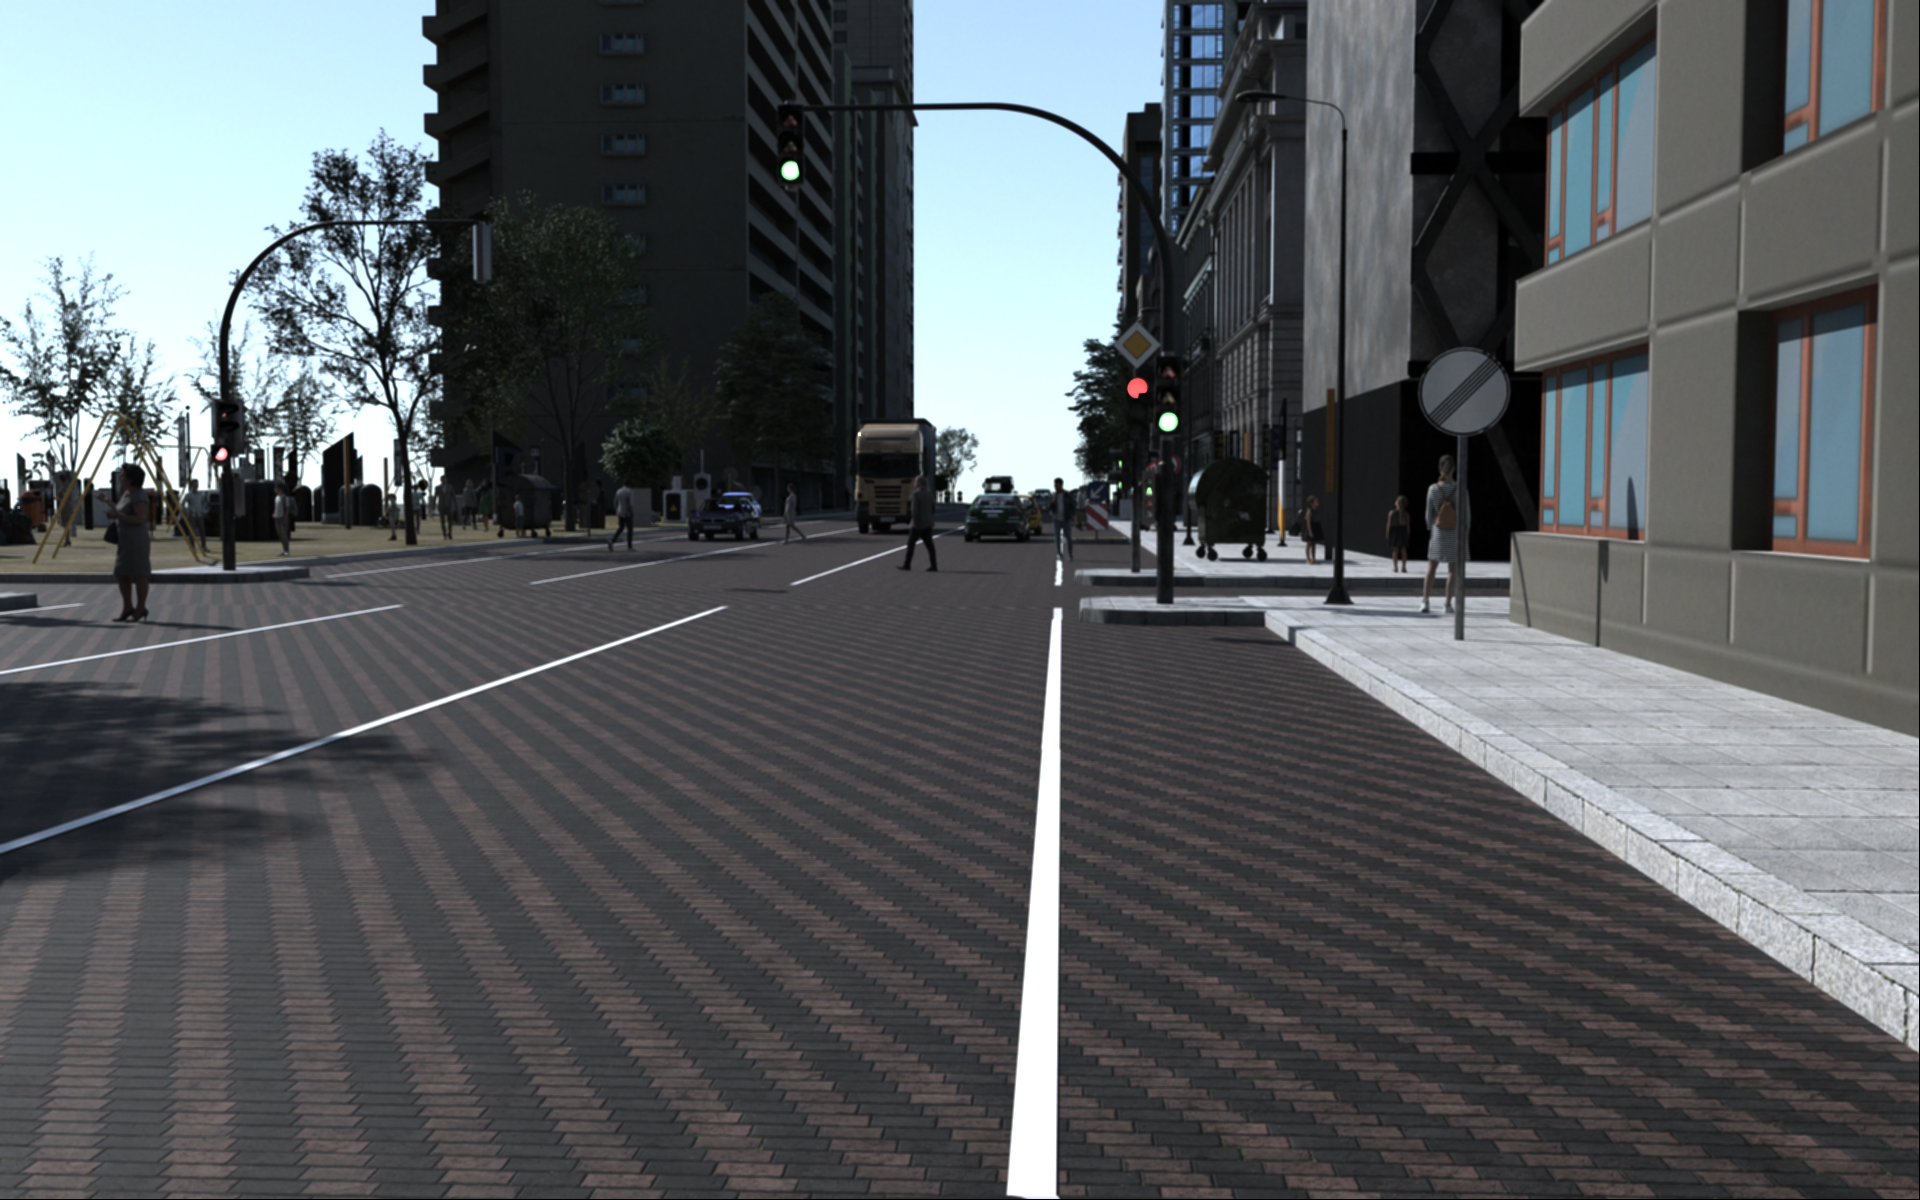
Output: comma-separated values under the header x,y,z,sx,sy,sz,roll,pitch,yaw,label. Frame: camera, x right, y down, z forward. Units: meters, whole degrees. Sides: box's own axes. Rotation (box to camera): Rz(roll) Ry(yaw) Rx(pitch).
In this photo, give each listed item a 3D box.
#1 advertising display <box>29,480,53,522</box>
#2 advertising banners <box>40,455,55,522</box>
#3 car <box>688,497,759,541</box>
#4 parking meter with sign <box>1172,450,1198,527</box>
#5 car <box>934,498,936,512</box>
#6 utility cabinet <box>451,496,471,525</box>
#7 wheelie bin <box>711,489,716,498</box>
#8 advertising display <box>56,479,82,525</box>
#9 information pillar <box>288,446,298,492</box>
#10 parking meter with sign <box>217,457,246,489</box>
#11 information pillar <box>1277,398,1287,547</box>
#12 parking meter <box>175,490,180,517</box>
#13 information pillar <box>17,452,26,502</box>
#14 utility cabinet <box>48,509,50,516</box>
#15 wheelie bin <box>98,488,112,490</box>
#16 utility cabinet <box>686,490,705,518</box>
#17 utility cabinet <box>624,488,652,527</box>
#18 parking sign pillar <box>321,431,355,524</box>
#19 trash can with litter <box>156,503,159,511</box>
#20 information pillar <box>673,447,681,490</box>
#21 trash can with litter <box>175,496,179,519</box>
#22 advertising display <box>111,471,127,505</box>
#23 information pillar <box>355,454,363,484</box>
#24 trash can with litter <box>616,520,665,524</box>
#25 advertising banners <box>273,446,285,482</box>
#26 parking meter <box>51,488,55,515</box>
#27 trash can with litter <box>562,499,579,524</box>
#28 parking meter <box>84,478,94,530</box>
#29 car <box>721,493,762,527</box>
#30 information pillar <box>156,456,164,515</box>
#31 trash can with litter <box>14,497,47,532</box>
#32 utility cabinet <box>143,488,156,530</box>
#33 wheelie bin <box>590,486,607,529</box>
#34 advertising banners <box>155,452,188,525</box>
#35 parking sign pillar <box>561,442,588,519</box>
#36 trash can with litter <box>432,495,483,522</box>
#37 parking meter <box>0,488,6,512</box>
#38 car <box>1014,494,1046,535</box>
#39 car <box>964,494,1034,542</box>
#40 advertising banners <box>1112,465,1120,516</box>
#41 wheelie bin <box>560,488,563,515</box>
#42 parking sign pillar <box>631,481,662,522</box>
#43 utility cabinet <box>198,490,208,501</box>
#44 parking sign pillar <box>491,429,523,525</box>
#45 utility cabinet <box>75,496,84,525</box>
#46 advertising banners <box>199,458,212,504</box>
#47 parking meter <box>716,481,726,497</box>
x,y,z,sx,sy,sz,roll,pitch,yaw,label
-42.567,-4.588,80.225,0.974,1.923,0.123,-2,4,-31,advertising display
-41.807,-5.064,78.988,2.074,3.025,0.090,2,4,33,advertising banners
-7.417,-2.562,54.471,1.945,1.354,3.894,0,4,3,car
9.120,-4.383,67.917,1.738,3.016,0.543,1,4,9,parking meter with sign
-2.892,-7.945,139.490,1.945,1.707,3.694,0,4,4,car
-20.575,-3.690,71.492,0.306,1.237,1.020,1,4,16,utility cabinet
-14.528,-5.835,103.318,0.693,1.594,0.980,2,4,32,wheelie bin
-37.511,-4.141,72.921,0.974,1.923,0.123,-1,4,-12,advertising display
-32.244,-5.654,83.804,0.183,3.616,0.504,2,4,32,information pillar
-34.753,-5.249,82.090,1.738,3.016,0.543,0,4,6,parking meter with sign
7.905,-3.126,42.463,0.183,3.616,0.504,0,4,-1,information pillar
-44.106,-5.446,97.450,0.372,1.533,0.369,0,3,0,parking meter
-52.382,-6.443,96.690,0.504,3.616,0.183,1,4,11,information pillar
-52.883,-5.611,100.422,0.318,1.500,1.173,-2,4,-30,utility cabinet
-45.214,-5.126,91.711,0.980,1.594,0.693,-1,4,-15,wheelie bin
-14.289,-5.268,94.818,1.173,1.500,0.318,2,4,24,utility cabinet
-12.426,-3.529,66.370,1.173,1.500,0.318,-3,4,-37,utility cabinet
-26.635,-5.241,74.163,1.447,3.967,1.447,-3,4,-37,parking sign pillar
-32.554,-3.526,69.037,1.055,1.170,0.624,-3,5,-43,trash can with litter
-12.958,-5.382,79.347,0.183,3.616,0.504,2,4,30,information pillar
-40.573,-4.744,88.614,1.678,1.210,2.233,1,4,19,trash can with litter
-23.369,-2.646,48.475,0.123,1.923,0.974,1,4,10,advertising display
-35.327,-6.762,101.910,0.183,3.616,0.504,2,4,34,information pillar
-13.770,-3.857,74.119,2.233,1.210,1.678,0,4,-3,trash can with litter
-25.439,-4.090,63.057,0.090,3.025,2.074,2,4,34,advertising banners
-54.783,-6.030,104.304,0.399,1.863,0.255,-1,4,-19,parking meter
-16.607,-3.883,74.874,1.055,1.170,0.624,-3,5,-44,trash can with litter
-31.345,-3.460,62.286,0.255,1.863,0.399,-2,4,-25,parking meter
-9.448,-3.895,73.269,1.945,1.707,3.694,0,4,2,car
-48.886,-6.999,105.780,0.183,3.616,0.504,1,4,11,information pillar
-34.398,-3.216,63.968,1.055,1.170,0.624,2,4,29,trash can with litter
-28.742,-3.201,61.008,1.173,1.500,0.318,3,5,43,utility cabinet
-13.423,-3.440,64.153,0.693,1.594,0.980,-1,4,-15,wheelie bin
-32.994,-4.656,72.311,2.074,3.025,0.090,1,4,21,advertising banners
-19.920,-6.186,89.605,1.447,3.967,1.447,2,4,24,parking sign pillar
-22.532,-4.137,78.694,2.233,1.210,1.678,-2,4,-31,trash can with litter
-33.640,-3.196,60.663,0.372,1.533,0.369,0,3,0,parking meter
2.039,-3.131,61.413,2.015,1.641,3.980,0,4,4,car
1.173,-2.535,53.237,2.131,1.459,4.920,0,4,5,car
9.085,-6.359,100.150,0.090,3.025,2.074,0,4,-7,advertising banners
-21.477,-5.232,93.444,0.693,1.594,0.980,-1,4,-21,wheelie bin
-14.538,-5.601,80.044,1.447,3.967,1.447,1,4,12,parking sign pillar
-43.931,-5.621,100.581,1.173,1.500,0.318,2,4,32,utility cabinet
-18.712,-5.100,71.856,1.447,3.967,1.447,-2,4,-35,parking sign pillar
-36.290,-3.683,71.376,0.306,1.237,1.020,-1,4,-23,utility cabinet
-36.599,-5.362,83.849,0.090,3.025,2.074,-3,5,-43,advertising banners
-11.008,-4.526,79.704,0.399,1.863,0.255,1,4,23,parking meter
